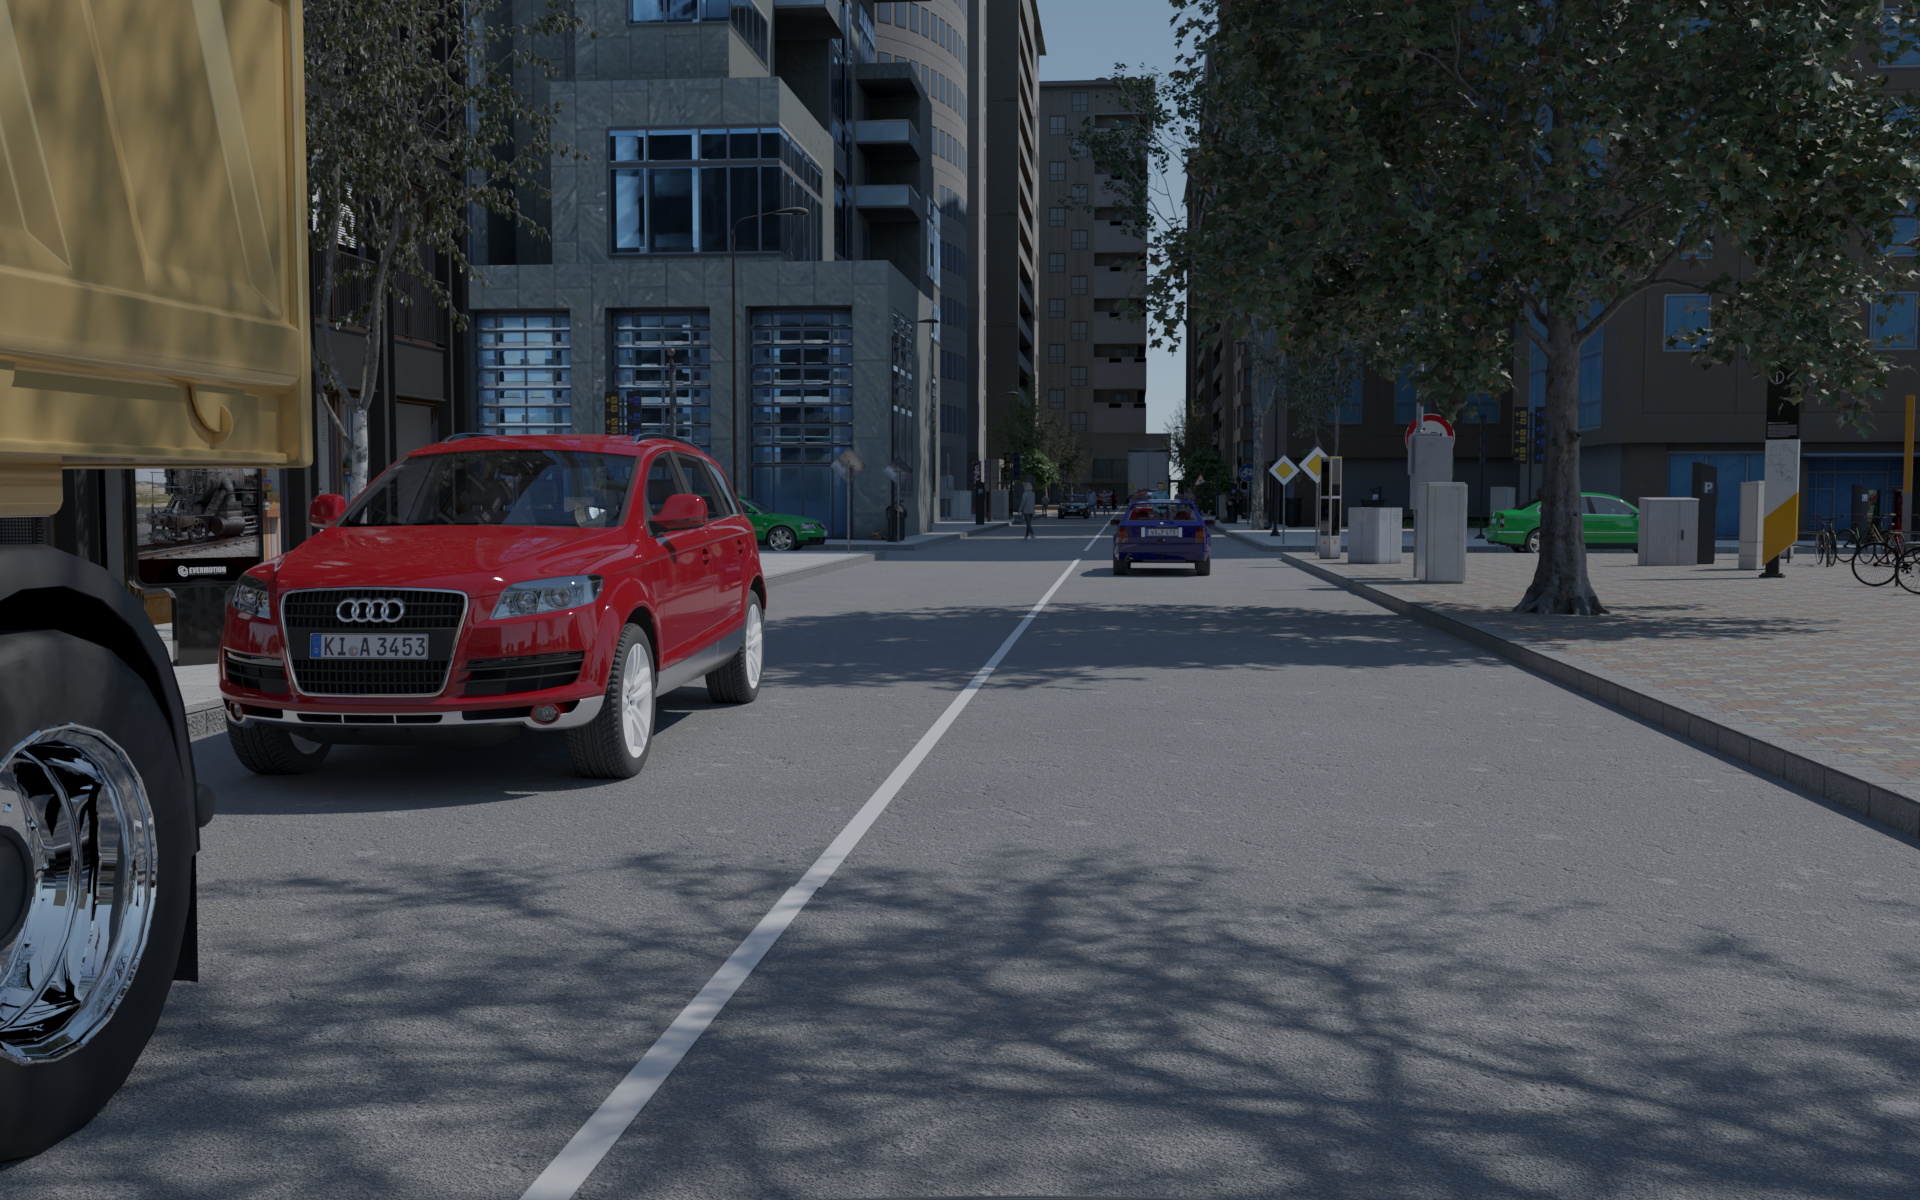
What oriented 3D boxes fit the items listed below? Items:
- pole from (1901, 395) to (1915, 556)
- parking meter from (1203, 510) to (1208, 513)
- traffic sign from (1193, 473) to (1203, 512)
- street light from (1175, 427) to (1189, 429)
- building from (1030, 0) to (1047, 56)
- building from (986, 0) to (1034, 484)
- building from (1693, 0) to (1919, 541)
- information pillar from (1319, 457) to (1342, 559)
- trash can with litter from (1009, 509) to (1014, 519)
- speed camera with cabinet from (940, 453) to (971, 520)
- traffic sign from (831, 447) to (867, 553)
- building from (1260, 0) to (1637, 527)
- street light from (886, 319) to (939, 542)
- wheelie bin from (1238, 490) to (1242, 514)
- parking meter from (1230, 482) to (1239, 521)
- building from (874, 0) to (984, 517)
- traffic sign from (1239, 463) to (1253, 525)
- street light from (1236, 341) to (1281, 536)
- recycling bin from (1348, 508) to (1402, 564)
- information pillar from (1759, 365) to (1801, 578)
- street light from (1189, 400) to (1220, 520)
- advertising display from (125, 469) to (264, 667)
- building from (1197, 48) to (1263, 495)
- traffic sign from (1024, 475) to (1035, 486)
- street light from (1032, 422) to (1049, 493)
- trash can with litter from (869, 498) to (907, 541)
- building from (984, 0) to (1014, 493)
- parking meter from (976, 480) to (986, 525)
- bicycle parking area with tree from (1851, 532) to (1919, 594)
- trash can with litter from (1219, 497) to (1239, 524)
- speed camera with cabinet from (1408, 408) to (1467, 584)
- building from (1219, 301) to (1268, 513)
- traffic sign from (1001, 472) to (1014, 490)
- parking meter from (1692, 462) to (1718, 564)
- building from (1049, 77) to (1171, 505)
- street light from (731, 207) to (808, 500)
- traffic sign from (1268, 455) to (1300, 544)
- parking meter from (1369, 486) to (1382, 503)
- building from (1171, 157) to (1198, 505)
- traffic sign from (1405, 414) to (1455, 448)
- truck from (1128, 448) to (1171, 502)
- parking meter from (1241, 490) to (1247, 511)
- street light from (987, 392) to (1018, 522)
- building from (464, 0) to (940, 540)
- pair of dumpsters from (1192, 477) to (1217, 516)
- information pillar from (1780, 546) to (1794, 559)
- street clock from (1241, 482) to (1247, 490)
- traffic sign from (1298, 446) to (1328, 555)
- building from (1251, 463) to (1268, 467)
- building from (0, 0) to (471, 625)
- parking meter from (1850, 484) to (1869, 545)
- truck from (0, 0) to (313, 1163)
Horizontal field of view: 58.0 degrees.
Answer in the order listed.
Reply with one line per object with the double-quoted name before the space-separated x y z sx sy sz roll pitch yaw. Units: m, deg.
"pole" 19.621 -2.569 35.844 0.158 3.312 0.155 0 3 0
"parking meter" 16.464 -6.589 116.143 0.372 1.533 0.369 0 3 0
"traffic sign" 14.990 -6.602 107.951 0.884 2.594 0.081 0 4 8
"street light" 15.477 -8.962 119.067 1.470 5.913 1.316 0 4 6
"building" -5.504 -36.129 179.939 27.495 52.752 28.713 0 4 6
"building" -4.806 -32.312 152.004 21.300 48.544 21.600 0 4 6
"building" 25.874 -24.616 52.582 14.200 45.320 14.600 0 4 6
"information pillar" 7.300 -1.814 34.144 0.304 2.012 0.304 -2 4 -33
"trash can with litter" 2.242 -4.675 87.824 1.055 1.170 0.624 2 4 34
"speed camera with cabinet" -0.286 -5.542 84.947 0.660 3.252 2.038 3 5 39
"traffic sign" -2.402 -2.062 37.355 0.795 2.450 0.064 0 4 6
"building" 20.233 -25.825 72.346 14.600 45.320 14.200 0 4 6
"street light" -1.254 -4.496 46.048 1.470 5.913 1.316 0 4 6
"wheelie bin" 16.875 -5.986 105.771 0.980 1.594 0.693 -3 5 -43
"parking meter" 12.868 -4.618 81.221 0.399 1.863 0.255 1 4 15
"building" -10.225 -34.153 100.400 21.231 58.520 28.212 0 4 6
"traffic sign" 11.905 -4.368 71.527 0.768 2.556 0.104 1 4 9
"street light" 9.038 -4.892 52.519 1.470 5.913 1.316 0 4 6
"recycling bin" 7.678 -1.193 32.060 0.722 1.027 0.722 -3 4 -37
"information pillar" 12.535 -2.146 26.437 0.504 3.616 0.183 3 5 40
"street light" 12.183 -6.900 85.352 1.470 5.913 1.316 0 4 6
"advertising display" -5.719 -0.475 12.978 0.123 1.923 0.974 3 5 44
"building" 35.712 -33.964 179.006 21.300 48.544 21.600 0 4 6
"traffic sign" 4.513 -6.900 112.916 0.768 2.556 0.104 0 4 7
"street light" 5.248 -8.525 111.926 1.470 5.913 1.316 0 4 6
"trash can with litter" -1.986 -2.213 47.562 1.055 1.170 0.624 1 4 17
"building" -6.379 -42.327 130.299 20.563 71.187 20.611 0 4 6
"parking meter" 0.852 -4.056 72.023 0.399 1.863 0.255 0 4 -6
"bicycle parking area with tree" 15.740 -2.020 20.027 9.016 4.147 8.231 1 4 20
"trash can with litter" 11.686 -3.921 75.490 0.624 1.170 1.055 -2 4 -28
"speed camera with cabinet" 7.089 -1.918 25.691 0.660 3.252 2.038 0 4 7
"building" 34.580 -17.586 132.572 27.650 21.520 28.899 0 4 6
"traffic sign" 2.691 -5.963 97.606 0.768 2.556 0.104 1 4 11
"parking meter" 13.593 -1.586 31.641 0.399 1.863 0.255 -1 4 -12
"building" 12.948 -38.616 220.613 27.495 52.752 28.713 0 4 6
"street light" -3.152 -3.408 28.266 1.470 5.913 1.316 0 4 6
"traffic sign" 8.282 -2.487 44.301 0.795 2.450 0.064 0 4 6
"parking meter" 12.700 -2.726 52.989 0.372 1.533 0.369 0 3 0
"building" 40.565 -34.200 213.793 28.867 44.769 22.147 0 4 6
"traffic sign" 7.452 -1.678 27.542 0.768 2.556 0.104 0 4 6
"truck" 12.211 -7.523 111.912 2.839 4.237 11.283 0 4 7
"parking meter" 16.365 -5.574 99.541 0.372 1.533 0.369 0 3 0
"street light" 1.912 -6.504 78.880 1.470 5.913 1.316 0 4 6
"building" -11.559 -45.828 61.957 22.319 86.520 31.000 0 4 6
"pair of dumpsters" 14.549 -6.105 102.309 1.574 2.255 4.437 0 4 6
"information pillar" 16.378 -1.827 34.360 0.304 2.012 0.304 3 4 37
"street clock" 16.552 -5.873 100.590 0.358 2.002 0.471 -3 5 -39
"traffic sign" 7.492 -2.001 36.355 0.795 2.450 0.064 0 4 6
"building" 29.916 -29.485 101.693 23.786 49.044 30.456 0 4 6
"building" -13.783 -11.430 16.564 12.332 23.373 15.834 0 4 6
"parking meter" 22.904 -2.184 44.111 0.372 1.533 0.369 0 3 0
"truck" -3.553 -0.266 0.272 3.469 3.379 9.791 0 4 6
